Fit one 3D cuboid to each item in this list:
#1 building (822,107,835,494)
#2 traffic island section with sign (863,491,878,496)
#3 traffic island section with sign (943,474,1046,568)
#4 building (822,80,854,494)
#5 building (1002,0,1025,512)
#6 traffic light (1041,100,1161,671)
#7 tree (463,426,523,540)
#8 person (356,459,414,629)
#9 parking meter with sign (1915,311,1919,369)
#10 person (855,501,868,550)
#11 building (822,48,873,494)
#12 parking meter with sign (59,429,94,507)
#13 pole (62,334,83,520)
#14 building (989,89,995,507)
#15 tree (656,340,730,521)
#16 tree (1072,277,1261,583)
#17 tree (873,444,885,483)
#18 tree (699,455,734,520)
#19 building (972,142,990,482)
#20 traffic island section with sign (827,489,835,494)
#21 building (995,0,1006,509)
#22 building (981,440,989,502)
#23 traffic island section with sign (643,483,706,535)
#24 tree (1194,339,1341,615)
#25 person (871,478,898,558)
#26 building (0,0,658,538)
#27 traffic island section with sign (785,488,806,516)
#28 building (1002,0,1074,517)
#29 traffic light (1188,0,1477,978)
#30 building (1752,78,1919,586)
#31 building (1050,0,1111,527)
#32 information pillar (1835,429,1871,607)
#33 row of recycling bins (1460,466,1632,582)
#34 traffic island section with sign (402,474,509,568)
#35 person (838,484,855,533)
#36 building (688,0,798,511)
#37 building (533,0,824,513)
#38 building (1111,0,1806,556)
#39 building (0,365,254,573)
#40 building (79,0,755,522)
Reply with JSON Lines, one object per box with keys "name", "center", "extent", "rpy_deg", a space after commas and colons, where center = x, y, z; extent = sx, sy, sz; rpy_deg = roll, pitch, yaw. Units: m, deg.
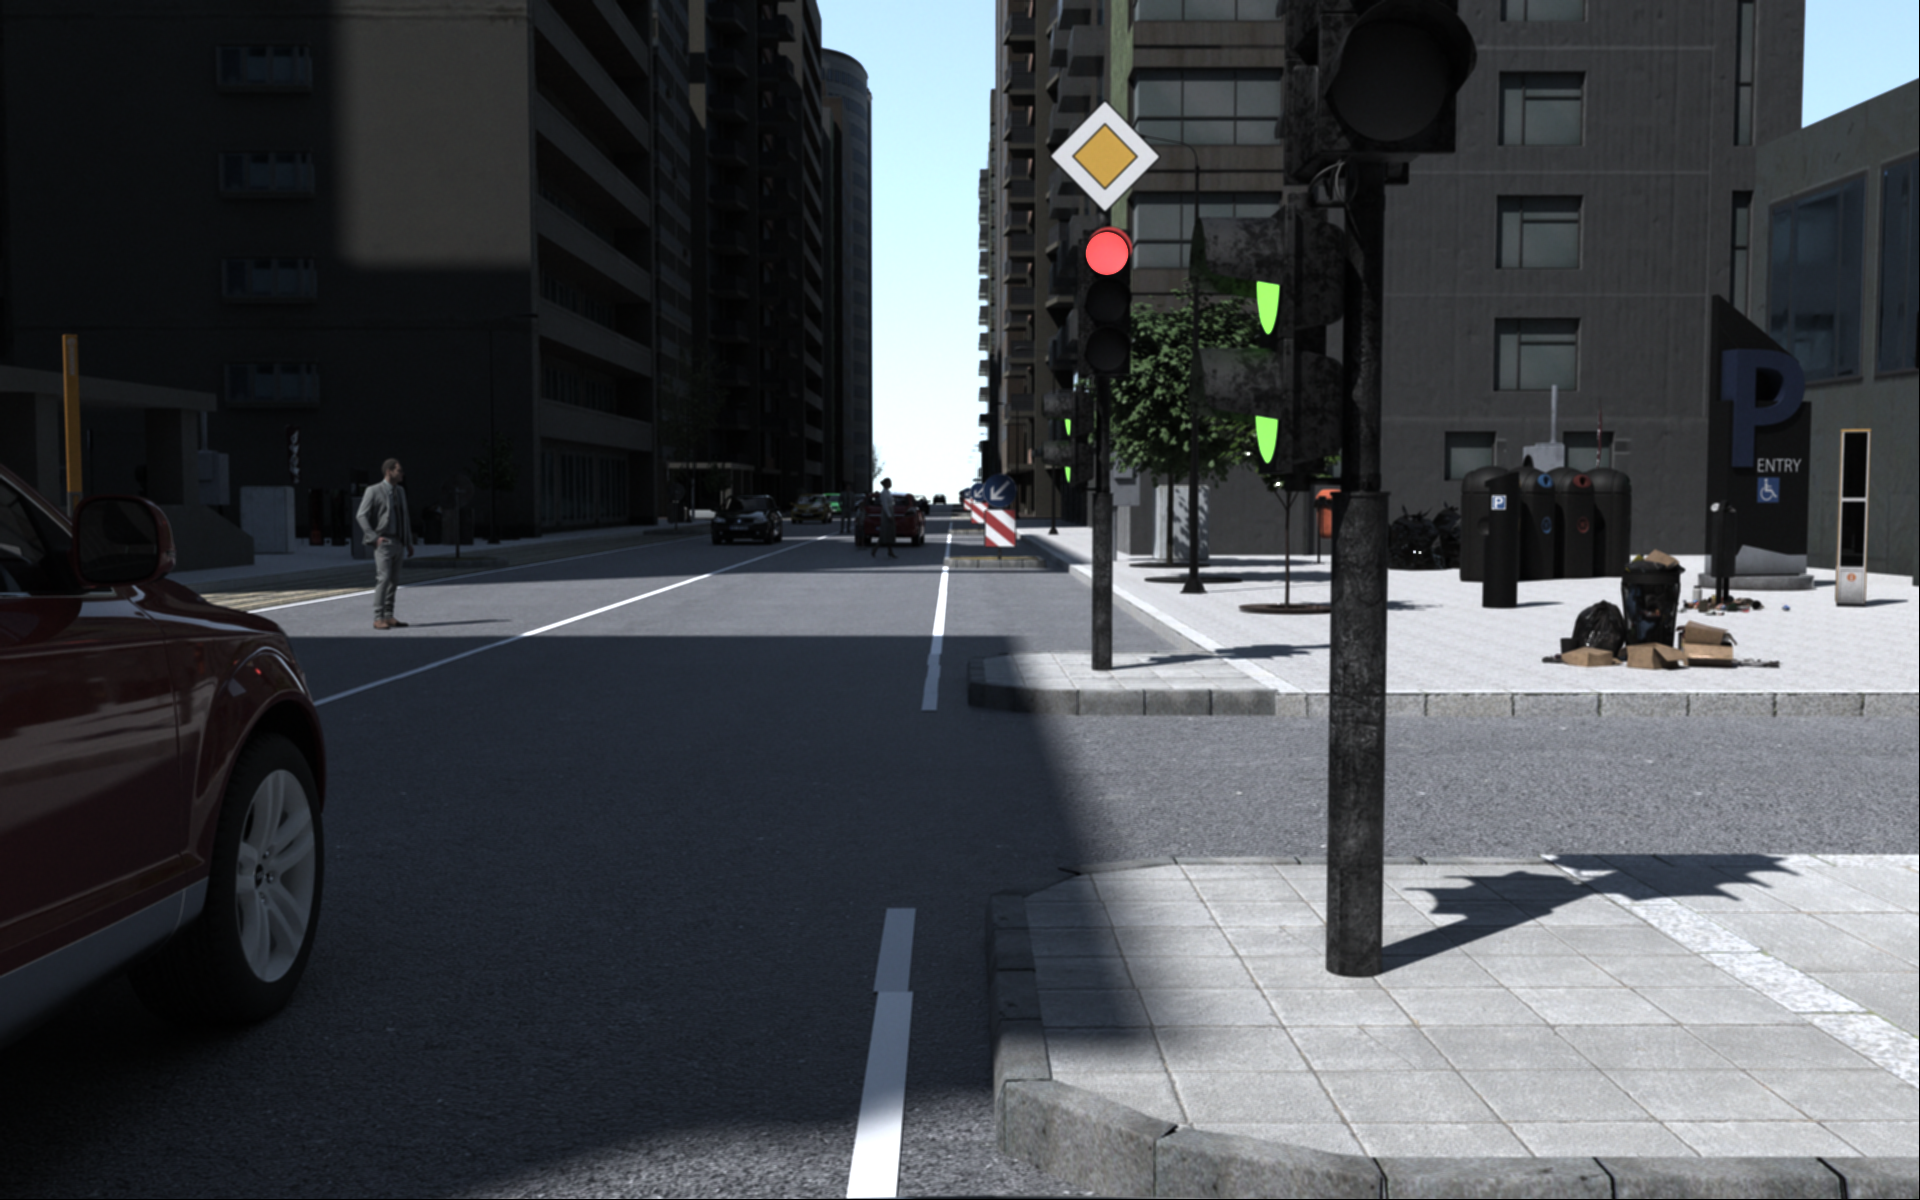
{"name": "building", "center": [-20.365, -30.224, 177.759], "extent": [14.154, 41.232, 14.086], "rpy_deg": [0, 4, 0]}
{"name": "traffic island section with sign", "center": [-10.495, -11.396, 194.958], "extent": [1.989, 1.847, 2.006], "rpy_deg": [0, 4, 0]}
{"name": "traffic island section with sign", "center": [0.667, -1.577, 34.408], "extent": [1.989, 1.847, 2.006], "rpy_deg": [0, 4, 0]}
{"name": "building", "center": [-19.447, -33.128, 191.754], "extent": [14.600, 45.320, 14.200], "rpy_deg": [0, 4, 0]}
{"name": "building", "center": [10.167, -29.171, 127.055], "extent": [14.600, 45.320, 14.200], "rpy_deg": [0, 4, 0]}
{"name": "traffic light", "center": [1.018, -1.444, 12.537], "extent": [0.839, 4.253, 0.868], "rpy_deg": [0, 4, 0]}
{"name": "tree", "center": [-12.814, -3.301, 48.573], "extent": [1.663, 3.219, 1.824], "rpy_deg": [0, 3, 0]}
{"name": "person", "center": [-6.149, -0.612, 18.610], "extent": [0.391, 1.810, 0.635], "rpy_deg": [1, 4, 16]}
{"name": "parking meter with sign", "center": [9.800, -1.206, 15.974], "extent": [0.543, 3.016, 1.738], "rpy_deg": [-2, 4, -35]}
{"name": "person", "center": [-2.544, -1.932, 44.765], "extent": [0.332, 1.250, 0.352], "rpy_deg": [-2, 4, -24]}
{"name": "building", "center": [-22.707, -41.971, 228.225], "extent": [21.231, 58.520, 28.212], "rpy_deg": [0, 4, 0]}
{"name": "parking meter with sign", "center": [-23.907, -3.033, 45.856], "extent": [1.738, 3.016, 0.543], "rpy_deg": [-2, 4, -30]}
{"name": "pole", "center": [-11.388, -1.738, 22.259], "extent": [0.158, 3.312, 0.155], "rpy_deg": [0, 3, 0]}
{"name": "building", "center": [10.023, -30.260, 178.337], "extent": [14.154, 41.232, 14.086], "rpy_deg": [0, 4, 0]}
{"name": "tree", "center": [-12.919, -8.067, 82.251], "extent": [4.737, 8.622, 4.395], "rpy_deg": [0, 3, 0]}
{"name": "tree", "center": [3.454, -2.556, 25.499], "extent": [4.285, 4.588, 4.351], "rpy_deg": [0, 3, 0]}
{"name": "tree", "center": [-12.683, -18.173, 247.492], "extent": [4.360, 8.622, 3.978], "rpy_deg": [0, 3, 0]}
{"name": "tree", "center": [-12.167, -5.603, 86.218], "extent": [1.663, 3.219, 1.824], "rpy_deg": [0, 3, 0]}
{"name": "building", "center": [13.607, -37.428, 231.552], "extent": [23.786, 49.044, 30.456], "rpy_deg": [0, 4, 0]}
{"name": "traffic island section with sign", "center": [-10.324, -8.013, 139.638], "extent": [1.989, 1.847, 2.006], "rpy_deg": [0, 4, 0]}
{"name": "building", "center": [13.510, -37.101, 148.598], "extent": [21.231, 58.520, 28.212], "rpy_deg": [0, 4, 0]}
{"name": "building", "center": [13.837, -54.255, 199.738], "extent": [22.319, 86.520, 31.000], "rpy_deg": [0, 4, 0]}
{"name": "traffic island section with sign", "center": [-10.085, -3.228, 61.411], "extent": [1.989, 1.847, 2.006], "rpy_deg": [0, 4, 0]}
{"name": "tree", "center": [3.651, -1.476, 18.737], "extent": [1.663, 3.219, 1.824], "rpy_deg": [0, 3, 0]}
{"name": "person", "center": [-1.707, -1.851, 38.991], "extent": [0.641, 1.798, 0.478], "rpy_deg": [1, 4, 22]}
{"name": "building", "center": [-23.097, -26.657, 59.544], "extent": [21.300, 48.544, 21.600], "rpy_deg": [0, 4, 0]}
{"name": "traffic island section with sign", "center": [-10.238, -6.335, 112.208], "extent": [1.989, 1.847, 2.006], "rpy_deg": [0, 4, 0]}
{"name": "building", "center": [13.812, -27.530, 104.739], "extent": [22.147, 44.769, 28.867], "rpy_deg": [0, 4, 0]}
{"name": "traffic light", "center": [1.043, -0.956, 4.552], "extent": [0.839, 4.253, 0.868], "rpy_deg": [0, 4, 0]}
{"name": "building", "center": [28.830, -43.249, 19.798], "extent": [31.000, 86.520, 22.319], "rpy_deg": [0, 4, 0]}
{"name": "building", "center": [15.261, -27.660, 71.855], "extent": [23.786, 49.044, 30.456], "rpy_deg": [0, 4, 0]}
{"name": "information pillar", "center": [10.188, -0.934, 19.766], "extent": [0.304, 2.012, 0.304], "rpy_deg": [2, 4, 25]}
{"name": "row of recycling bins", "center": [8.869, -1.172, 26.269], "extent": [3.534, 1.692, 1.069], "rpy_deg": [-2, 4, -35]}
{"name": "traffic island section with sign", "center": [-9.995, -1.556, 34.074], "extent": [1.989, 1.847, 2.006], "rpy_deg": [0, 4, 0]}
{"name": "person", "center": [-4.189, -3.395, 64.114], "extent": [0.635, 1.810, 0.391], "rpy_deg": [-1, 4, -16]}
{"name": "building", "center": [-23.580, -28.809, 125.653], "extent": [22.147, 44.769, 28.867], "rpy_deg": [0, 4, 0]}
{"name": "building", "center": [-23.405, -32.234, 150.725], "extent": [21.300, 48.544, 21.600], "rpy_deg": [0, 4, 0]}
{"name": "building", "center": [10.555, -21.913, 41.865], "extent": [14.154, 41.232, 14.086], "rpy_deg": [0, 4, 0]}
{"name": "building", "center": [-28.908, -20.269, 23.272], "extent": [32.217, 40.220, 23.993], "rpy_deg": [0, 4, 0]}
{"name": "building", "center": [-28.661, -24.924, 99.396], "extent": [32.217, 40.220, 23.993], "rpy_deg": [0, 4, 0]}
